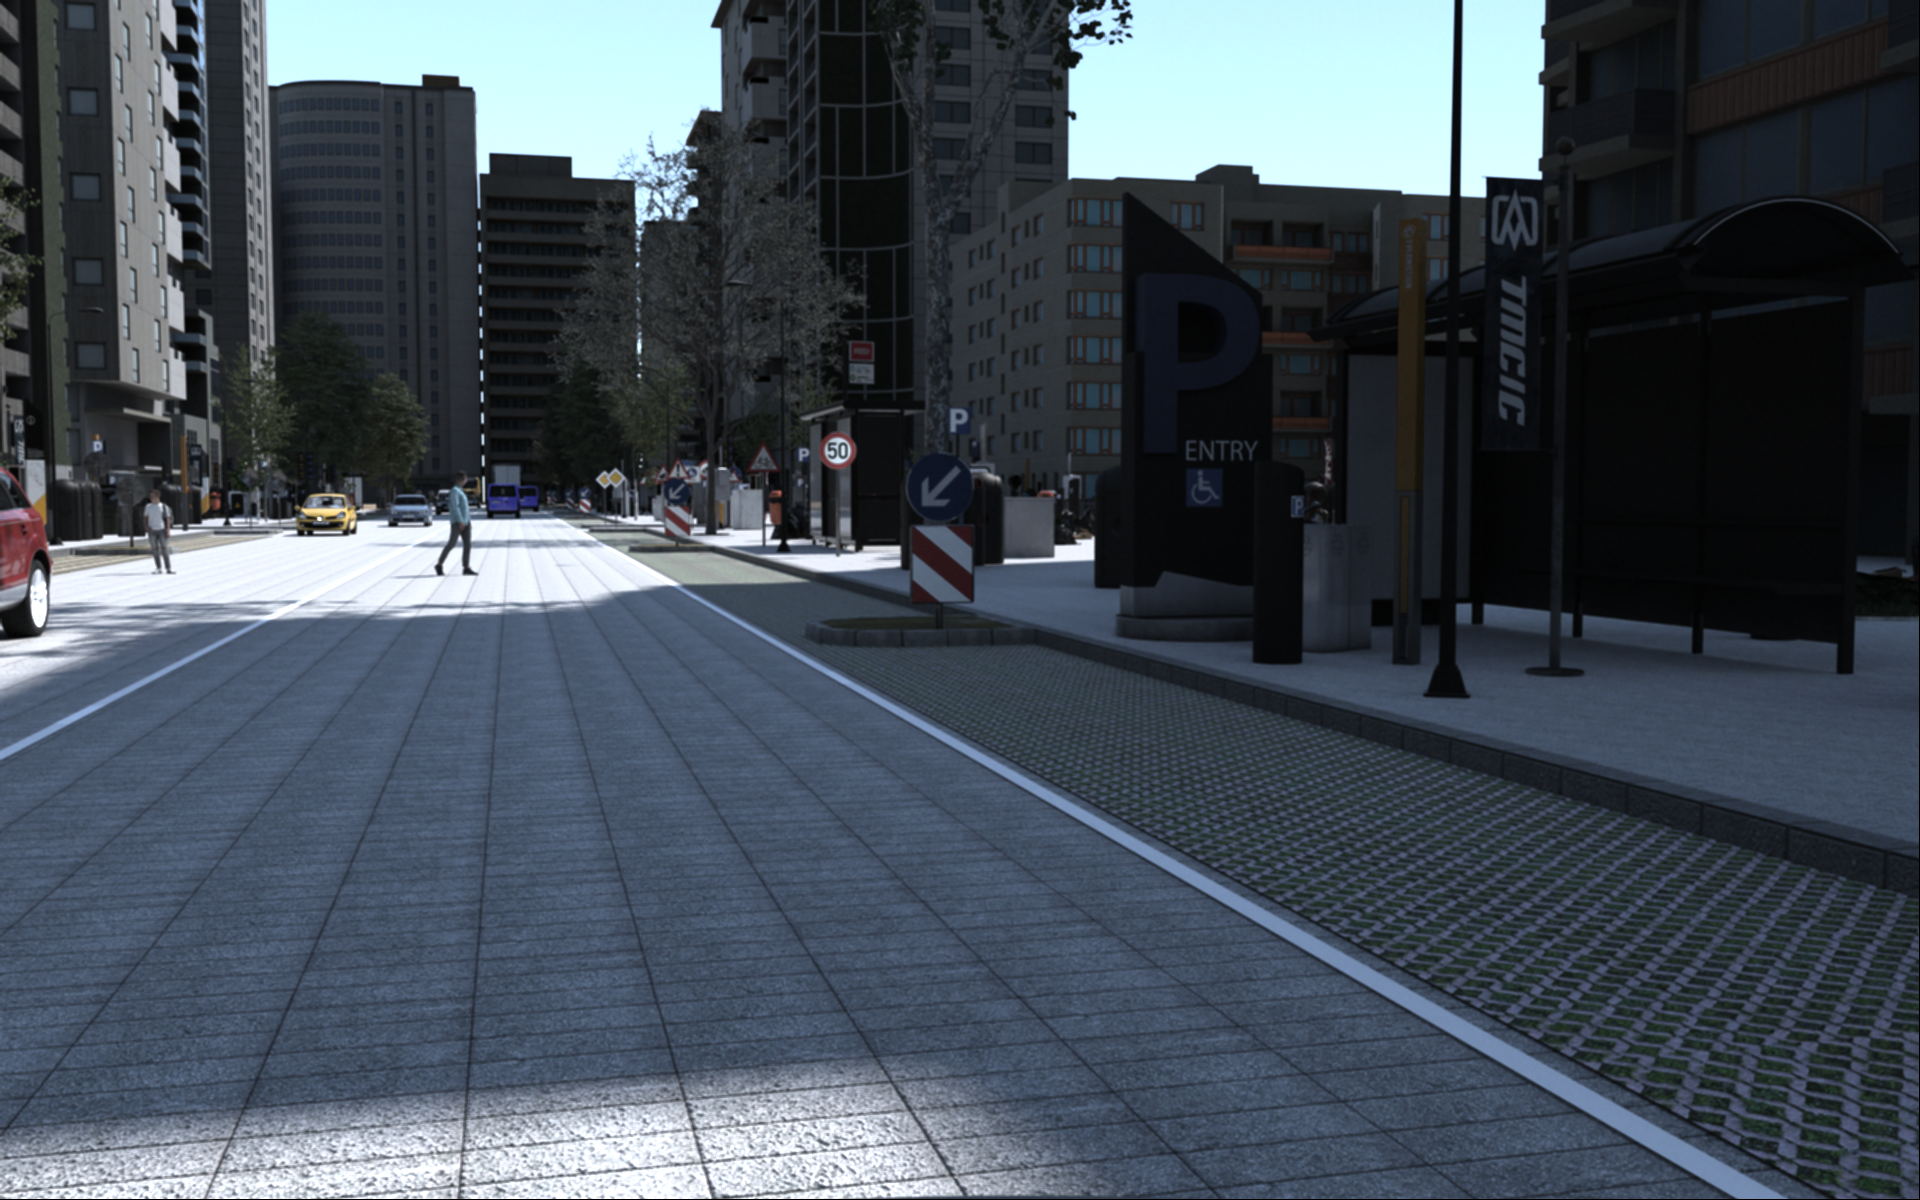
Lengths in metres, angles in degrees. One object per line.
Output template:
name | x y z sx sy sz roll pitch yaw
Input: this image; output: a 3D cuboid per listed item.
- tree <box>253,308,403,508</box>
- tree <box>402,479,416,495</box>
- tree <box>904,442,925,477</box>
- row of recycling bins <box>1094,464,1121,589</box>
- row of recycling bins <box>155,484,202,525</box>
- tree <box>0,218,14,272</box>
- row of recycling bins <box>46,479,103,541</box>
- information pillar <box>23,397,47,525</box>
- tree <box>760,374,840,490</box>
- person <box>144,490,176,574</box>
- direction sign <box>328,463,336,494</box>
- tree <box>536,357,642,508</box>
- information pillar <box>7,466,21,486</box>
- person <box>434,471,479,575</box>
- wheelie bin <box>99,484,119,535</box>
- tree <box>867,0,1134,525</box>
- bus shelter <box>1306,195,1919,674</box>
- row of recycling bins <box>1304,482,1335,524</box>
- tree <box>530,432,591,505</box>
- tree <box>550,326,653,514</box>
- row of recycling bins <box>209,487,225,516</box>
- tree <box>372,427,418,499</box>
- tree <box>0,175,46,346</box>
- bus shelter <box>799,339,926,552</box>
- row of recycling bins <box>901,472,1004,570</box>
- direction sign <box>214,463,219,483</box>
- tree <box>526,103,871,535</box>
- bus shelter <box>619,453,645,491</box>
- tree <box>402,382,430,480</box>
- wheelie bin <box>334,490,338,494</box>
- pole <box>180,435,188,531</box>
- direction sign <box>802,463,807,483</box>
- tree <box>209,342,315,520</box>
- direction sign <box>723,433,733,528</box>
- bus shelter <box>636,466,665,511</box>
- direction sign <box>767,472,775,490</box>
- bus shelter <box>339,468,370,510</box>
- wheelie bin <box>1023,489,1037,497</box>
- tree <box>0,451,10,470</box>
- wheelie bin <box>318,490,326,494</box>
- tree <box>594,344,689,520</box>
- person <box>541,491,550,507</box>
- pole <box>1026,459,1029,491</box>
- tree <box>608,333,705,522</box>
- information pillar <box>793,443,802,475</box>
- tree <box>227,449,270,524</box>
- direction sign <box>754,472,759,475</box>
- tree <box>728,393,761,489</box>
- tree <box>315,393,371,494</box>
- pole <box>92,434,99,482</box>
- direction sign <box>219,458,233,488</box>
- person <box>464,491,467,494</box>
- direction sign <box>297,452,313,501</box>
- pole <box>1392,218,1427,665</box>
tree | -39.049 -11.485 105.909 7.486 12.596 7.792 0 3 0
tree | -62.968 -12.370 196.848 1.663 3.219 1.824 0 3 0
tree | -1.208 -4.186 63.040 1.663 3.219 1.824 0 3 0
row of recycling bins | 3.203 -1.076 24.706 3.534 1.692 1.069 -3 5 -44
row of recycling bins | -32.839 -4.011 72.698 1.069 1.692 3.534 0 4 -4
tree | -18.965 -5.625 26.374 8.767 10.594 7.601 -1 4 -18
row of recycling bins | -24.732 -2.531 48.496 1.069 1.692 3.534 -1 4 -15
information pillar | -22.382 -3.090 41.881 0.183 3.616 0.504 2 4 26
tree | -8.542 -9.312 102.607 4.737 8.622 4.395 0 3 0
person | -14.402 -1.229 31.190 0.503 1.515 0.523 -3 5 -41
direction sign | -41.756 -7.532 115.142 0.876 3.537 0.379 3 4 39
tree | -32.733 -15.185 154.935 9.857 13.997 8.962 0 3 0
information pillar | -24.688 -2.492 45.243 0.304 2.012 0.304 -2 4 -29
person | -8.889 -1.360 30.595 0.748 1.841 0.638 1 4 10
wheelie bin | -26.841 -2.851 54.529 0.980 1.594 0.693 -2 4 -34
tree | 0.920 -10.406 26.019 12.611 20.169 13.585 0 3 0
bus shelter | 5.019 -1.255 14.445 2.014 3.302 5.546 -1 4 -14
row of recycling bins | 13.569 -3.255 60.334 3.534 1.692 1.069 -1 4 -17
tree | -46.262 -17.679 206.054 9.611 12.733 9.660 0 3 0
tree | -23.206 -11.968 113.807 7.486 12.596 7.792 0 3 0
row of recycling bins | -44.022 -5.773 101.497 1.069 1.692 3.534 1 4 22
tree | -57.163 -13.604 172.788 4.737 8.622 4.395 0 3 0
tree | -20.976 -5.210 35.541 4.737 8.622 4.395 0 3 0
bus shelter | -2.627 -3.982 42.735 2.179 5.291 8.768 -1 4 -14
row of recycling bins | -0.140 -1.443 30.701 1.069 1.692 3.534 1 4 21
direction sign | -53.534 -8.158 125.381 0.876 3.537 0.379 0 4 -6
tree | -7.716 -8.785 54.004 12.009 13.543 11.850 0 3 0
bus shelter | -26.365 -9.815 138.107 2.179 5.291 8.768 -1 4 -14
tree | -53.168 -14.915 161.988 7.486 12.596 7.792 0 3 0
wheelie bin | -43.772 -6.992 122.233 0.693 1.594 0.980 2 4 34
pole | -27.015 -4.065 60.308 0.158 3.312 0.155 0 3 0
direction sign | -11.435 -8.095 124.345 0.876 3.537 0.379 1 4 8
tree | -34.113 -8.171 83.956 4.737 8.622 4.395 0 3 0
direction sign | -8.706 -4.471 65.096 0.379 3.537 0.876 -2 4 -30
bus shelter | -22.618 -8.150 127.171 2.014 3.302 5.546 -1 4 -15
direction sign | -15.187 -8.996 139.087 0.379 3.537 0.876 3 4 38
bus shelter | -48.556 -8.874 139.011 2.014 3.302 5.546 -1 4 -15
wheelie bin | 4.002 -5.568 98.947 0.693 1.594 0.980 3 5 43
tree | -45.483 -5.387 82.671 1.663 3.219 1.824 0 3 0
wheelie bin | -49.986 -7.810 135.598 0.980 1.594 0.693 0 4 3
tree | -15.572 -8.188 84.237 4.360 8.622 3.978 0 3 0
person | -45.167 -11.003 189.115 1.217 1.743 0.721 -3 5 -42
pole | 3.873 -6.480 99.790 0.158 3.312 0.155 0 3 0
tree | -13.769 -7.844 78.618 4.737 8.622 4.395 0 3 0
information pillar | -7.419 -5.376 79.247 0.183 3.616 0.504 3 4 36
tree | -30.950 -4.906 74.814 1.663 3.219 1.824 0 3 0
direction sign | -12.191 -6.839 103.816 0.379 3.537 0.876 -2 4 -28
tree | -14.163 -10.455 121.304 4.737 8.622 4.395 0 3 0
tree | -43.642 -10.394 120.303 4.737 8.622 4.395 0 3 0
pole | -29.485 -3.996 59.180 0.158 3.312 0.155 0 3 0
direction sign | -45.838 -7.131 108.585 0.876 3.537 0.379 2 4 34
person | -55.078 -11.287 193.184 0.705 1.807 1.348 3 4 36
direction sign | -35.687 -6.267 94.465 0.379 3.537 0.876 3 5 39
pole | 3.371 -1.170 12.976 0.158 3.312 0.155 0 3 0
